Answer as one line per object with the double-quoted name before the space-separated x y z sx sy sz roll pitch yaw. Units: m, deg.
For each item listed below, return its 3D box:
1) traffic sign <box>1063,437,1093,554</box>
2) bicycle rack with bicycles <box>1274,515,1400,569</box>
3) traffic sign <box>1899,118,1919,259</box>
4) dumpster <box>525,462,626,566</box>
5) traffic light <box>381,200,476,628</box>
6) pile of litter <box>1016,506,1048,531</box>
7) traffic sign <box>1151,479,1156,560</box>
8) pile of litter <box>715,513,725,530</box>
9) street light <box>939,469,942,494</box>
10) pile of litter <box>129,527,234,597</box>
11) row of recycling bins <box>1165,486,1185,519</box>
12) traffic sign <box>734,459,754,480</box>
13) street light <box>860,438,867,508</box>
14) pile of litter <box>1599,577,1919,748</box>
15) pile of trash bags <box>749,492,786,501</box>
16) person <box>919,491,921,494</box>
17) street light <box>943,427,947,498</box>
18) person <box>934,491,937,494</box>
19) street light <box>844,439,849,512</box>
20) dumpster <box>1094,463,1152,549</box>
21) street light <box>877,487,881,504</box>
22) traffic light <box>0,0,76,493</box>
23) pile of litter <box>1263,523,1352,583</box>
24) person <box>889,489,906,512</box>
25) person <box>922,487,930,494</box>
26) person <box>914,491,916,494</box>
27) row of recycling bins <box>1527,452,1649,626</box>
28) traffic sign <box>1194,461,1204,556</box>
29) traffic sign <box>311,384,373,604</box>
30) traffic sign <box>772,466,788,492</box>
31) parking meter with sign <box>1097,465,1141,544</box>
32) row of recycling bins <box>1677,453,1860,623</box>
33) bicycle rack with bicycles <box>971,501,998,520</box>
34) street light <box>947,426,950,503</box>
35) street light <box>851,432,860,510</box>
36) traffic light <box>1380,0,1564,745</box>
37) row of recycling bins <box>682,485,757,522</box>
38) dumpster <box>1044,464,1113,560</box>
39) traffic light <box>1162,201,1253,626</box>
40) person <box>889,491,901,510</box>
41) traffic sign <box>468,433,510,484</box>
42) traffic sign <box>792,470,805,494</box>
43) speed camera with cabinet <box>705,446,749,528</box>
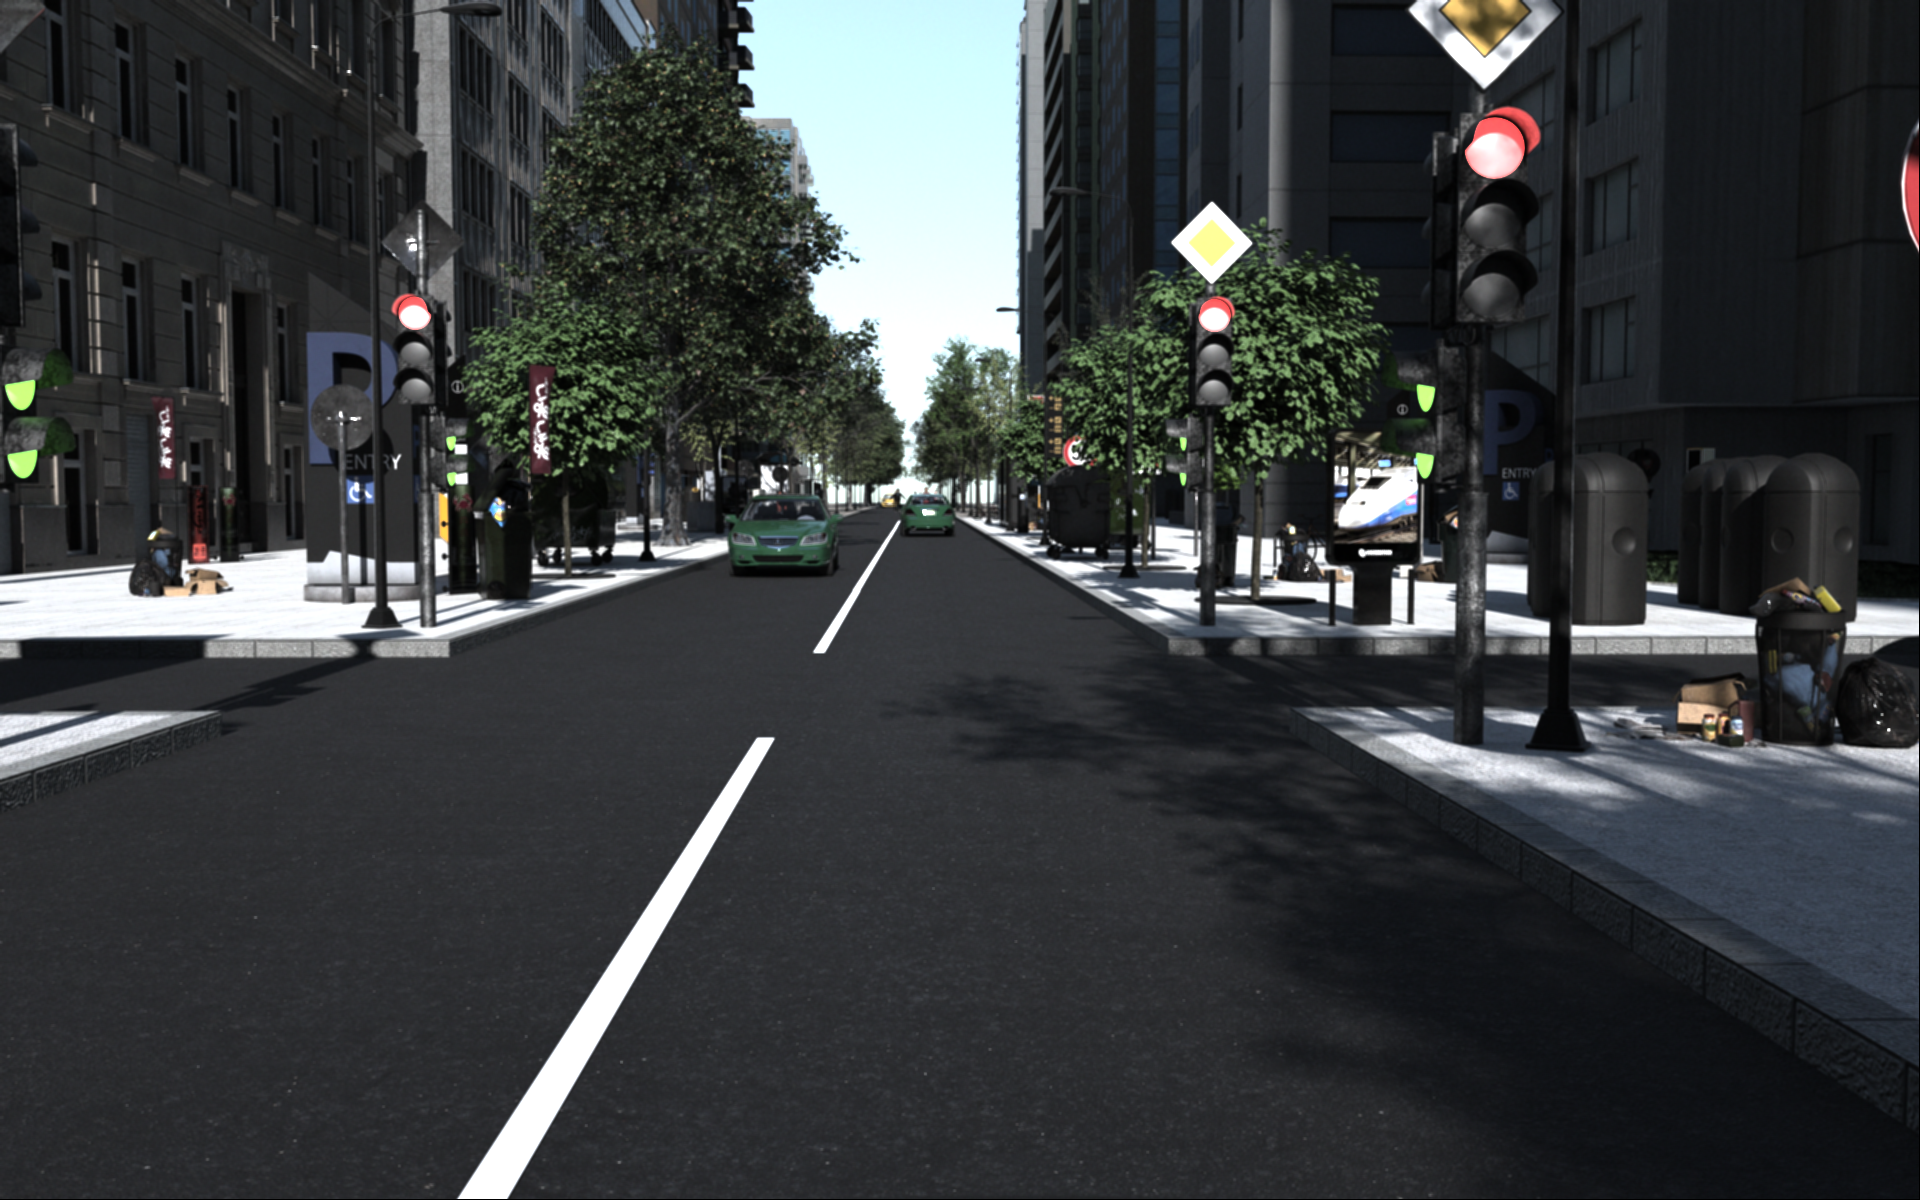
"traffic sign" 2.583 -2.256 36.990 0.768 2.556 0.104 0 4 4
"bicycle rack with bicycles" 6.965 -1.032 30.251 2.925 0.926 2.852 -3 5 -41
"traffic sign" 3.079 -0.302 5.038 0.768 2.556 0.104 0 4 3
"dumpster" -6.970 -1.770 31.437 1.502 2.255 1.985 0 4 -1
"traffic light" -5.111 -1.692 16.586 0.839 4.253 0.868 0 4 -1
"pile of litter" 2.795 -2.902 61.406 1.719 0.858 1.176 0 4 -4
"traffic sign" 3.787 -2.064 33.858 0.768 2.556 0.104 0 4 6
"pile of litter" -9.129 -2.963 62.405 1.176 0.858 1.719 2 4 34
"street light" -0.709 -9.952 135.261 1.470 5.913 1.316 0 4 -1
"pile of litter" -10.009 -0.515 22.387 1.176 0.858 1.719 1 4 19
"row of recycling bins" 11.490 -4.959 88.194 1.069 1.692 3.534 -1 4 -21
"traffic sign" -7.948 -3.894 63.768 0.768 2.556 0.104 0 4 4
"street light" -7.765 -9.440 126.882 1.470 5.913 1.316 0 4 -1
"pile of litter" 4.330 0.292 9.185 1.719 0.858 1.176 2 4 24
"pile of trash bags" -7.497 -3.652 69.456 1.912 1.369 3.447 -1 4 -21
"person" -4.588 -11.707 200.638 1.217 1.736 0.721 0 4 -6
"street light" -0.287 -8.959 119.023 1.470 5.913 1.316 0 4 -1
"person" -2.049 -8.213 143.718 0.436 1.711 0.756 3 4 39
"street light" -6.853 -7.391 93.389 1.470 5.913 1.316 0 4 -1
"dumpster" 3.770 -2.339 40.730 1.502 2.255 1.985 0 4 -1
"street light" -8.979 -12.480 176.595 1.470 5.913 1.316 0 4 -1
"traffic light" -4.908 -1.204 8.604 0.839 4.253 0.868 0 4 -1
"pile of litter" 5.154 -0.721 25.756 1.176 0.858 1.719 0 4 -6
"person" -4.876 -7.829 136.139 1.348 1.869 0.705 0 4 5
"person" -1.886 -5.409 96.878 1.348 1.831 0.705 0 4 -4
"person" -6.005 -13.580 230.557 0.705 1.821 1.348 1 4 10
"row of recycling bins" 6.602 -0.695 18.477 1.069 1.692 3.534 1 4 13
"traffic sign" 4.853 -2.167 35.544 0.768 2.556 0.104 0 4 2
"traffic sign" -7.170 -1.225 20.135 0.768 2.556 0.104 0 4 3
"traffic sign" -8.159 -4.797 78.545 0.768 2.556 0.104 1 4 8
"parking meter with sign" 4.111 -2.994 45.214 0.543 3.016 1.738 -2 4 -32
"row of recycling bins" 8.686 -0.717 18.834 1.069 1.692 3.534 0 4 6
"bicycle rack with bicycles" 2.252 -4.461 86.323 2.925 0.926 2.852 1 4 17
"street light" 0.104 -7.966 102.784 1.470 5.913 1.316 0 4 -1
"street light" -7.313 -8.422 110.234 1.470 5.913 1.316 0 4 -1
"traffic light" 2.600 -1.216 8.809 0.839 4.253 0.868 0 4 -1
"row of recycling bins" -10.930 -4.398 79.026 3.534 1.692 1.069 -1 4 -11
"dumpster" 2.377 -1.762 34.573 1.264 1.857 1.865 0 4 -1
"traffic light" 2.398 -1.705 16.792 0.839 4.253 0.868 0 4 -1
"person" -5.906 -9.093 157.695 1.217 1.766 0.721 -1 4 -23
"traffic sign" -8.342 -1.808 30.750 0.795 2.450 0.064 0 4 6
"traffic sign" -8.697 -5.634 92.124 0.884 2.594 0.081 0 4 5
"speed camera with cabinet" -8.791 -4.344 65.361 0.660 3.252 2.038 2 4 29
